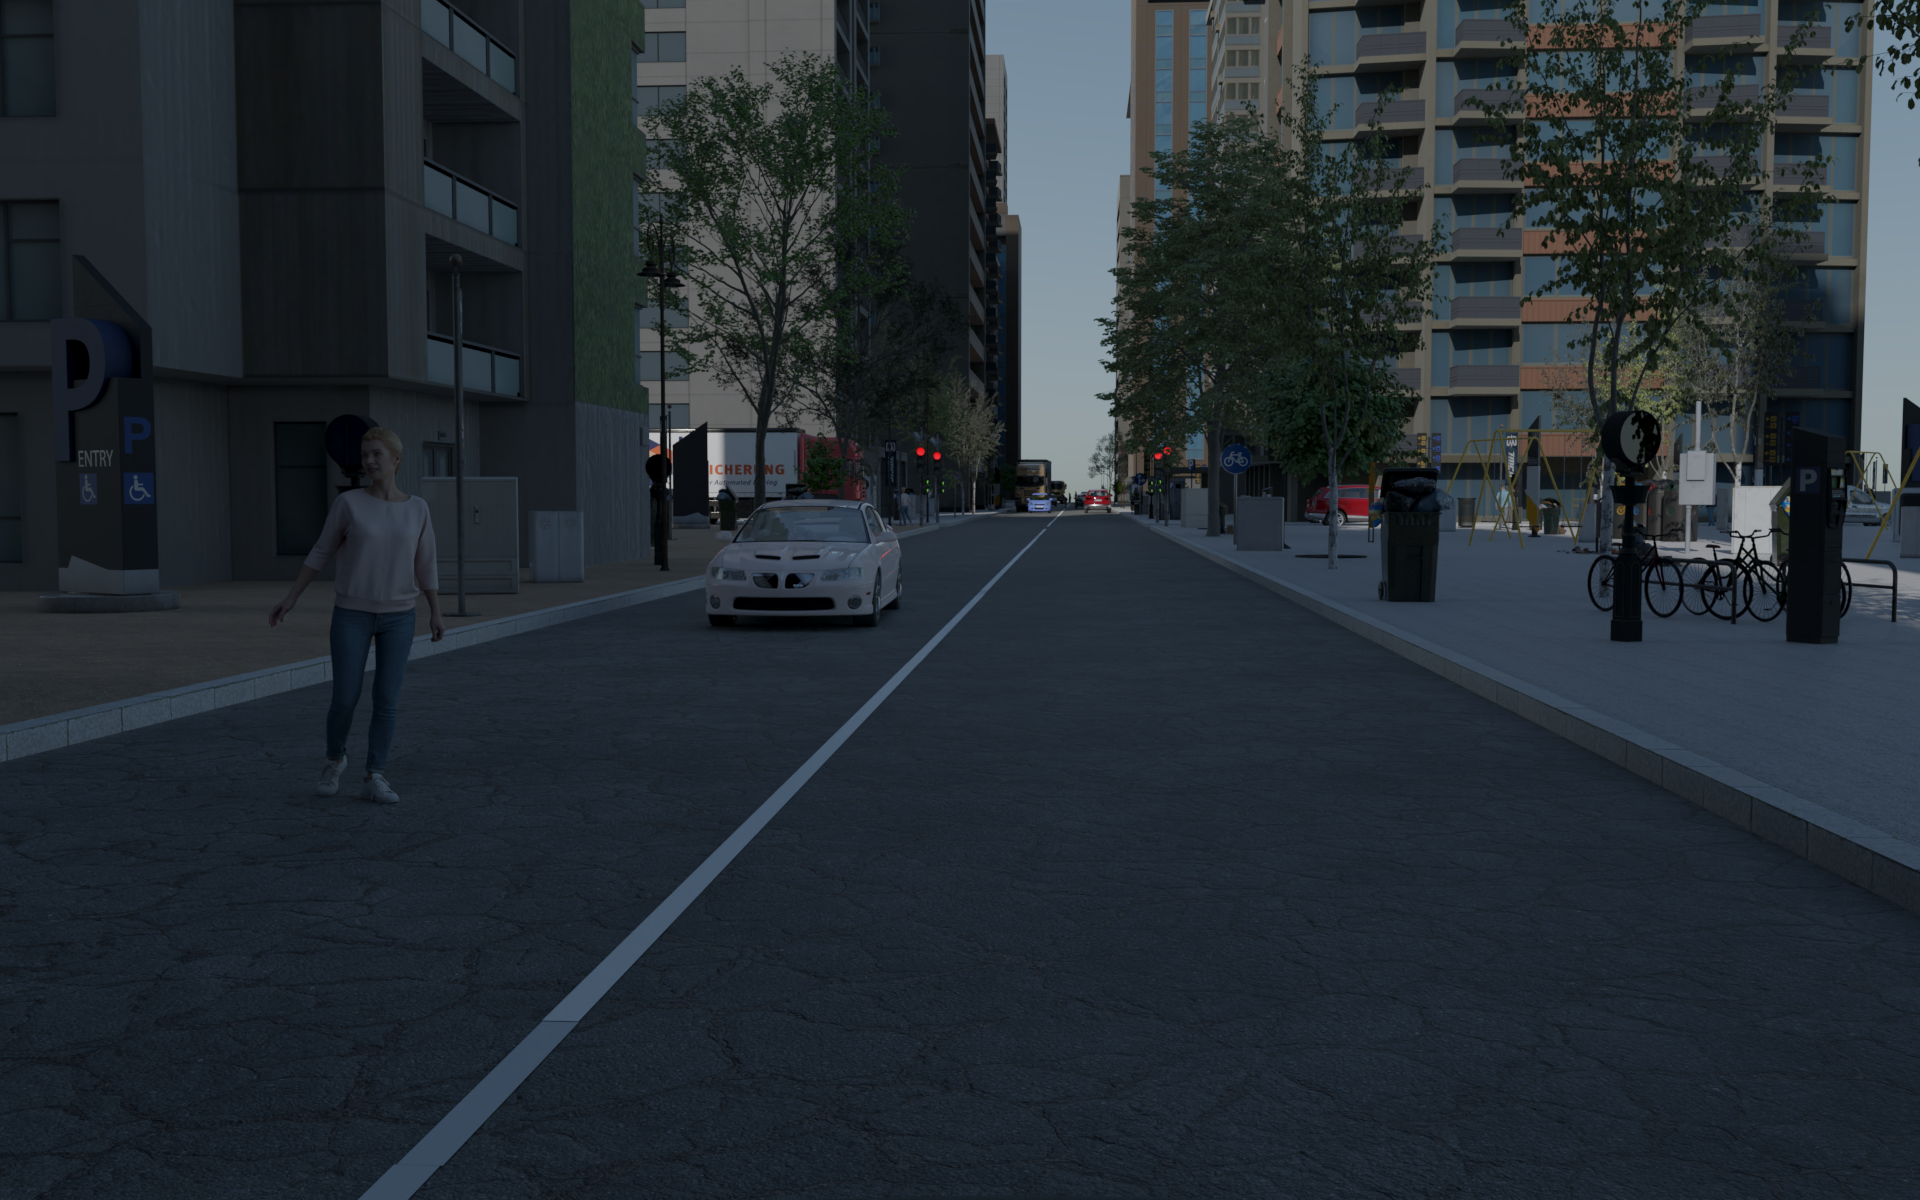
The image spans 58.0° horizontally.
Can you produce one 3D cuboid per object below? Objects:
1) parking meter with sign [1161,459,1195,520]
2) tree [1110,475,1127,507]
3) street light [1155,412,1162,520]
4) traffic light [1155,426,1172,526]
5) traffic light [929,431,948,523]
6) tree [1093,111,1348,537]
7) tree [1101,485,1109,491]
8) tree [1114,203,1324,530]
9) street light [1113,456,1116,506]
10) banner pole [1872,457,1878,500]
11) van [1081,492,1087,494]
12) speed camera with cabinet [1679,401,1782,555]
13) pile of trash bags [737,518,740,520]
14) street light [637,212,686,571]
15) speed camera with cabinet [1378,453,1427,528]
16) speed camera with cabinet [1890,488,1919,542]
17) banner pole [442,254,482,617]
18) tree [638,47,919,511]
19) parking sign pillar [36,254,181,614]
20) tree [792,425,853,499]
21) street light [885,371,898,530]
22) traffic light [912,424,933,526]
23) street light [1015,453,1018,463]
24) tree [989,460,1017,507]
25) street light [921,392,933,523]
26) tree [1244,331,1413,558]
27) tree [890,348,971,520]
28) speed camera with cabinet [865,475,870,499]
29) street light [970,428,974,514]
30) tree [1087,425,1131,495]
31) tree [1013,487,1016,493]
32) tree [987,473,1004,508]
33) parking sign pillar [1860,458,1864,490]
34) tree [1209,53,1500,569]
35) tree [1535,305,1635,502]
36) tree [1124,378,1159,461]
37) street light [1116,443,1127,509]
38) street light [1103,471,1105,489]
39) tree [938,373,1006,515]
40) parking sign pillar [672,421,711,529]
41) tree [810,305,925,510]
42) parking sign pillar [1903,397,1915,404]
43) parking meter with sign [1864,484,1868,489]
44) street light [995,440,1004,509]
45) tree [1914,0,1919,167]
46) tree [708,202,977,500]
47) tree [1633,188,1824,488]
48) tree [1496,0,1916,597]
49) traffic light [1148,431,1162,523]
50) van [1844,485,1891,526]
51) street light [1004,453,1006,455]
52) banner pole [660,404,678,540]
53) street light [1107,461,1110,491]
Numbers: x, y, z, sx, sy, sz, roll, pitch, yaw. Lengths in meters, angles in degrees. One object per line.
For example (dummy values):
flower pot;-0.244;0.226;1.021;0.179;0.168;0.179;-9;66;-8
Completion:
parking meter with sign;10.756;-5.479;85.847;1.738;3.016;0.543;-1;4;-22
tree;18.046;-12.282;195.414;1.663;3.219;1.824;0;3;0
street light;9.713;-6.804;84.038;0.468;5.910;1.993;0;4;4
traffic light;8.205;-4.890;68.876;0.839;4.253;0.868;0;4;4
traffic light;-0.984;-5.418;77.497;0.839;4.253;0.868;0;4;4
tree;8.052;-8.177;51.828;7.486;12.596;7.792;0;3;0
tree;25.412;-19.168;308.002;1.663;3.219;1.824;0;3;0
tree;9.190;-8.351;62.287;9.928;11.665;9.643;0;3;0
street light;17.244;-13.476;193.114;0.468;5.910;1.993;0;4;4
banner pole;61.567;-7.741;116.589;0.401;3.779;0.863;0;4;8
van;21.087;-17.483;292.864;2.013;2.044;4.112;0;4;4
speed camera with cabinet;16.440;-2.601;36.858;2.038;3.252;0.660;2;4;29
pile of trash bags;-12.482;-4.619;85.275;3.447;1.369;1.912;1;4;9
street light;-4.933;-3.424;28.764;0.468;5.910;1.993;0;4;4
speed camera with cabinet;16.910;-4.362;65.659;2.038;3.252;0.660;3;5;43
speed camera with cabinet;26.018;-3.168;46.132;2.038;3.252;0.660;1;4;22
banner pole;-5.297;-1.735;18.381;0.401;3.779;0.863;-1;4;-11
tree;-4.594;-7.030;40.694;9.928;11.665;9.643;0;3;0
parking sign pillar;-9.469;-1.877;19.158;1.447;3.967;1.447;2;4;34
tree;-4.048;-3.327;49.003;1.663;3.219;1.824;0;3;0
street light;-2.532;-5.470;62.230;0.468;5.910;1.993;0;4;4
traffic light;-1.534;-4.930;69.531;0.839;4.253;0.868;0;4;4
street light;6.202;-13.170;188.117;0.468;5.910;1.993;0;4;4
tree;4.406;-11.215;167.081;4.285;4.588;4.351;0;3;0
street light;-1.458;-6.421;77.774;0.468;5.910;1.993;0;4;4
tree;7.454;-3.142;35.080;4.285;4.588;4.351;0;3;0
tree;-1.272;-8.323;86.448;4.737;8.622;4.395;0;3;0
speed camera with cabinet;-5.292;-5.367;82.090;2.038;3.252;0.660;-2;4;-25
street light;0.843;-8.471;111.290;0.468;5.910;1.993;0;4;4
tree;20.616;-18.397;235.196;7.601;10.594;8.767;1;4;17
tree;6.768;-12.690;202.088;1.663;3.219;1.824;0;3;0
tree;3.288;-10.223;161.750;1.663;3.219;1.824;0;3;0
parking sign pillar;48.597;-6.473;94.306;1.447;3.967;1.447;0;4;-5
tree;6.308;-4.816;29.107;4.737;8.622;4.395;0;3;0
tree;23.965;-7.021;65.156;4.360;8.622;3.978;0;3;0
tree;11.340;-9.014;97.748;4.737;8.622;4.395;0;3;0
street light;14.893;-11.436;159.758;0.468;5.910;1.993;0;4;4
street light;20.724;-16.556;243.475;0.468;5.910;1.993;0;4;4
tree;0.266;-9.445;104.784;4.360;8.622;3.978;0;3;0
parking sign pillar;-9.994;-4.638;64.302;1.447;3.967;1.447;0;4;-1
tree;-3.524;-7.107;66.563;4.360;8.622;3.978;0;3;0
parking sign pillar;26.988;-3.659;48.303;1.447;3.967;1.447;0;4;-1
parking meter with sign;68.498;-8.270;131.471;0.543;3.016;1.738;-3;4;-37
street light;3.196;-10.511;144.647;0.468;5.910;1.993;0;4;4
tree;8.331;-3.755;11.755;4.737;8.622;4.395;0;3;0
tree;-3.886;-7.416;55.666;8.767;10.594;7.601;-1;4;-9
tree;19.034;-5.631;42.424;4.360;8.622;3.978;0;3;0
tree;8.267;-4.338;21.292;4.737;8.622;4.395;0;3;0
traffic light;8.756;-5.377;76.843;0.839;4.253;0.868;0;4;4
van;36.469;-3.927;71.218;4.112;2.044;2.013;0;4;4
street light;3.820;-11.093;154.150;0.468;5.910;1.993;0;4;4
banner pole;-8.212;-3.574;48.456;0.401;3.779;0.863;-2;4;-35
street light;19.566;-15.557;227.144;0.468;5.910;1.993;0;4;4
